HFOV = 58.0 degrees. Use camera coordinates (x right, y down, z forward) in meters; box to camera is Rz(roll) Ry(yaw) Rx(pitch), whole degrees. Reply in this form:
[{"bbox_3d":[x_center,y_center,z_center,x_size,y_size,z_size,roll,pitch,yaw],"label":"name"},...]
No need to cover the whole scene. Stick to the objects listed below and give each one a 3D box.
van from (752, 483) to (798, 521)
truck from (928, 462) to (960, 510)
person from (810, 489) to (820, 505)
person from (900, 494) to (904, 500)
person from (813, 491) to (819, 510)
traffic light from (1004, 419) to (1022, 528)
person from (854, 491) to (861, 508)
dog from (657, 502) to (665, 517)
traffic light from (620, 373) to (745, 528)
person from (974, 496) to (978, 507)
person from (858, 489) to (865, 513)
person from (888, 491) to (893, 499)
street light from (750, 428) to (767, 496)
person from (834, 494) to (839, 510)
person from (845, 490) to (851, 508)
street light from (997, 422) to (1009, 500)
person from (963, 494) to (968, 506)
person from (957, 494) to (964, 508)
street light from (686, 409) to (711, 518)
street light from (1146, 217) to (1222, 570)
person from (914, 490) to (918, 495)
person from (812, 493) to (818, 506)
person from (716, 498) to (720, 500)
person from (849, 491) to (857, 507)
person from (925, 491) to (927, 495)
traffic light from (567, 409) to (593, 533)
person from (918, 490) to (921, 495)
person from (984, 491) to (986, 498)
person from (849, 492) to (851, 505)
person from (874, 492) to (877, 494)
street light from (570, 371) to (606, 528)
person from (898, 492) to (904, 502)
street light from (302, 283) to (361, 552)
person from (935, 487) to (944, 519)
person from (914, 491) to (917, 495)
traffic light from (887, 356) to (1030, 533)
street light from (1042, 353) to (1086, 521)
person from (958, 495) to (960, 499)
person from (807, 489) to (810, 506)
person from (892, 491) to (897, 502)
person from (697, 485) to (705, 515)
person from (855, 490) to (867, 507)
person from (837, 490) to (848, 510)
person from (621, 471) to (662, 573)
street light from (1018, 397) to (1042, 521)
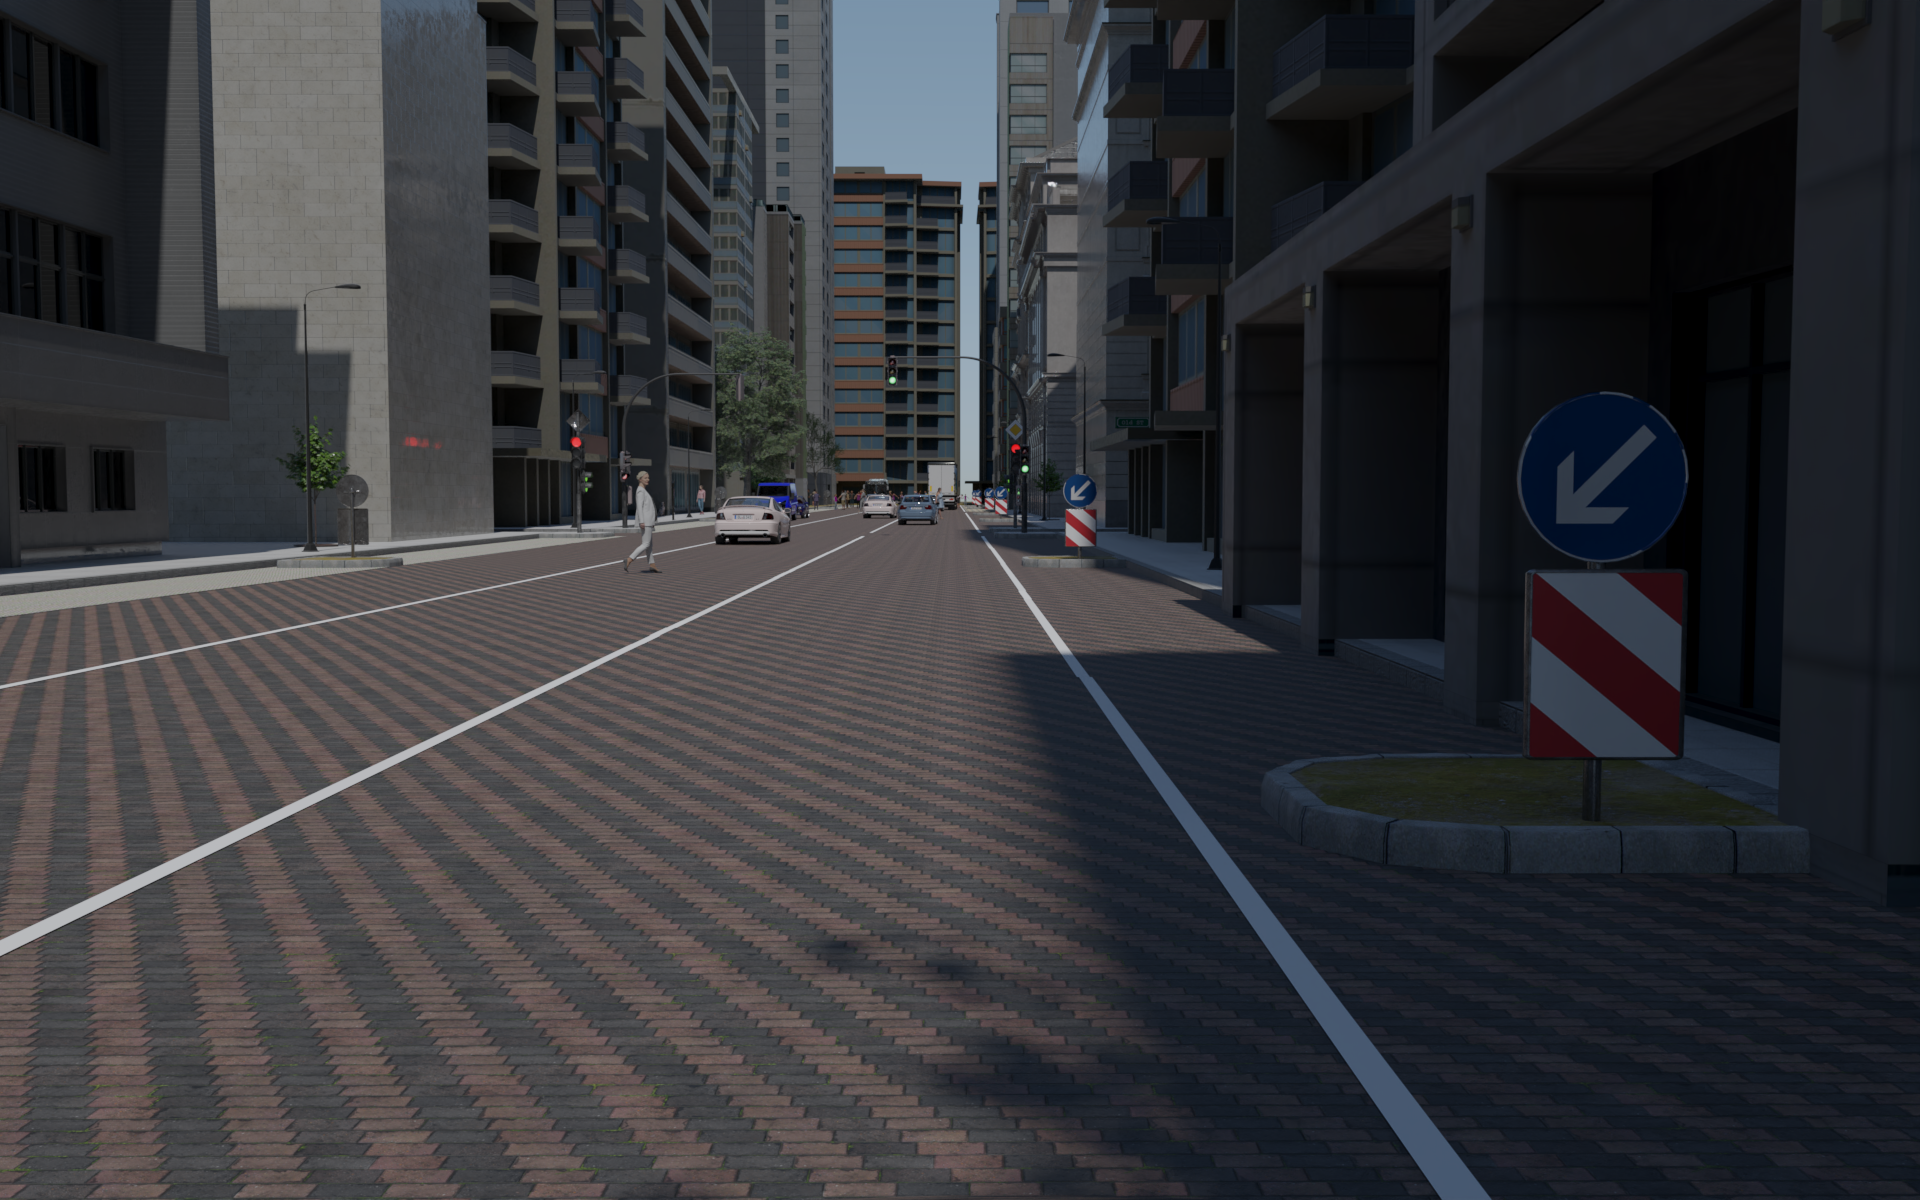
[{"bbox_3d":[-9.861,-5.417,92.946,2.240,2.365,5.245,0,4,0],"label":"van"},{"bbox_3d":[-1.511,-10.382,158.662,2.839,4.237,11.283,0,4,1],"label":"truck"},{"bbox_3d":[-15.887,-11.198,189.135,1.348,1.823,0.705,-1,4,-16],"label":"person"},{"bbox_3d":[-6.302,-10.886,189.711,0.421,1.427,0.697,3,5,41],"label":"person"},{"bbox_3d":[-12.671,-8.764,152.706,0.541,1.710,0.530,0,4,-8],"label":"person"},{"bbox_3d":[2.066,-4.664,65.179,0.839,4.253,0.868,0,4,0],"label":"traffic light"},{"bbox_3d":[-10.052,-9.976,172.297,1.217,1.739,0.721,-3,5,-40],"label":"person"},{"bbox_3d":[-17.144,-5.159,98.732,0.800,0.831,0.513,-2,4,-29],"label":"dog"},{"bbox_3d":[-10.503,-5.534,65.141,4.771,5.953,1.251,0,4,0],"label":"traffic light"},{"bbox_3d":[1.681,-10.466,180.441,0.721,1.723,1.217,1,4,13],"label":"person"},{"bbox_3d":[-7.382,-7.387,129.559,0.573,1.790,0.520,0,4,8],"label":"person"},{"bbox_3d":[-7.228,-10.295,177.348,0.721,1.766,1.217,-2,4,-35],"label":"person"},{"bbox_3d":[-14.278,-9.160,122.311,1.470,5.913,1.316,0,4,0],"label":"street light"},{"bbox_3d":[-11.069,-8.767,155.064,0.599,1.433,0.991,1,4,23],"label":"person"},{"bbox_3d":[-11.332,-10.159,174.702,0.705,1.812,1.348,1,4,14],"label":"person"},{"bbox_3d":[3.320,-8.491,111.363,1.470,5.913,1.316,0,4,0],"label":"street light"},{"bbox_3d":[0.661,-12.240,211.842,0.991,1.433,0.599,0,4,-2],"label":"person"},{"bbox_3d":[0.017,-10.165,177.882,0.628,1.438,0.799,2,4,27],"label":"person"},{"bbox_3d":[-14.225,-7.449,94.327,1.470,5.913,1.316,0,4,0],"label":"street light"},{"bbox_3d":[3.819,-3.466,29.205,1.470,5.913,1.316,0,4,0],"label":"street light"},{"bbox_3d":[-3.720,-8.203,143.066,0.568,1.767,0.683,-1,4,-21],"label":"person"},{"bbox_3d":[-15.496,-10.787,185.604,0.628,1.438,0.799,1,4,23],"label":"person"},{"bbox_3d":[-17.609,-7.362,126.616,0.583,1.804,0.606,0,4,4],"label":"person"},{"bbox_3d":[-11.951,-11.192,191.506,1.348,1.821,0.705,0,4,6],"label":"person"},{"bbox_3d":[-4.206,-12.368,210.708,0.705,1.826,1.348,-1,4,-15],"label":"person"},{"bbox_3d":[-12.558,-4.171,57.111,0.839,4.253,0.868,0,4,0],"label":"traffic light"},{"bbox_3d":[-3.777,-9.458,163.093,0.705,1.831,1.348,0,4,-5],"label":"person"},{"bbox_3d":[3.291,-12.787,215.939,0.721,1.723,1.217,0,4,7],"label":"person"},{"bbox_3d":[-12.694,-11.618,199.169,0.721,1.735,1.217,3,5,39],"label":"person"},{"bbox_3d":[-9.666,-11.386,195.443,0.721,1.735,1.217,-2,4,-28],"label":"person"},{"bbox_3d":[-14.033,-5.680,65.409,1.470,5.913,1.316,0,4,0],"label":"street light"},{"bbox_3d":[-6.630,-11.530,197.834,1.217,1.723,0.721,-3,5,-44],"label":"person"},{"bbox_3d":[-13.906,-4.024,38.341,1.470,5.913,1.316,0,4,0],"label":"street light"},{"bbox_3d":[-1.228,-5.552,99.367,0.616,1.811,0.778,-3,5,-42],"label":"person"},{"bbox_3d":[-4.924,-11.369,194.470,0.705,1.814,1.350,-2,4,-26],"label":"person"},{"bbox_3d":[0.012,-5.038,57.043,4.771,5.953,1.251,0,4,0],"label":"traffic light"},{"bbox_3d":[3.571,-5.177,57.188,1.470,5.913,1.316,0,4,0],"label":"street light"},{"bbox_3d":[-0.461,-9.784,168.599,1.348,1.807,0.705,-3,5,-39],"label":"person"},{"bbox_3d":[-16.401,-11.087,187.339,0.705,1.821,1.348,-1,4,-18],"label":"person"},{"bbox_3d":[-6.927,-10.414,179.452,1.217,1.739,0.721,0,4,7],"label":"person"},{"bbox_3d":[-16.166,-6.237,108.032,0.555,1.821,0.388,0,4,3],"label":"person"},{"bbox_3d":[-10.656,-10.883,186.372,1.348,1.831,0.705,1,4,19],"label":"person"},{"bbox_3d":[-10.350,-8.861,153.380,0.705,1.824,1.348,2,4,35],"label":"person"},{"bbox_3d":[-5.740,-1.395,31.182,0.818,1.842,0.514,-2,4,-30],"label":"person"},{"bbox_3d":[3.513,-6.751,82.914,1.470,5.913,1.316,0,4,0],"label":"street light"}]
